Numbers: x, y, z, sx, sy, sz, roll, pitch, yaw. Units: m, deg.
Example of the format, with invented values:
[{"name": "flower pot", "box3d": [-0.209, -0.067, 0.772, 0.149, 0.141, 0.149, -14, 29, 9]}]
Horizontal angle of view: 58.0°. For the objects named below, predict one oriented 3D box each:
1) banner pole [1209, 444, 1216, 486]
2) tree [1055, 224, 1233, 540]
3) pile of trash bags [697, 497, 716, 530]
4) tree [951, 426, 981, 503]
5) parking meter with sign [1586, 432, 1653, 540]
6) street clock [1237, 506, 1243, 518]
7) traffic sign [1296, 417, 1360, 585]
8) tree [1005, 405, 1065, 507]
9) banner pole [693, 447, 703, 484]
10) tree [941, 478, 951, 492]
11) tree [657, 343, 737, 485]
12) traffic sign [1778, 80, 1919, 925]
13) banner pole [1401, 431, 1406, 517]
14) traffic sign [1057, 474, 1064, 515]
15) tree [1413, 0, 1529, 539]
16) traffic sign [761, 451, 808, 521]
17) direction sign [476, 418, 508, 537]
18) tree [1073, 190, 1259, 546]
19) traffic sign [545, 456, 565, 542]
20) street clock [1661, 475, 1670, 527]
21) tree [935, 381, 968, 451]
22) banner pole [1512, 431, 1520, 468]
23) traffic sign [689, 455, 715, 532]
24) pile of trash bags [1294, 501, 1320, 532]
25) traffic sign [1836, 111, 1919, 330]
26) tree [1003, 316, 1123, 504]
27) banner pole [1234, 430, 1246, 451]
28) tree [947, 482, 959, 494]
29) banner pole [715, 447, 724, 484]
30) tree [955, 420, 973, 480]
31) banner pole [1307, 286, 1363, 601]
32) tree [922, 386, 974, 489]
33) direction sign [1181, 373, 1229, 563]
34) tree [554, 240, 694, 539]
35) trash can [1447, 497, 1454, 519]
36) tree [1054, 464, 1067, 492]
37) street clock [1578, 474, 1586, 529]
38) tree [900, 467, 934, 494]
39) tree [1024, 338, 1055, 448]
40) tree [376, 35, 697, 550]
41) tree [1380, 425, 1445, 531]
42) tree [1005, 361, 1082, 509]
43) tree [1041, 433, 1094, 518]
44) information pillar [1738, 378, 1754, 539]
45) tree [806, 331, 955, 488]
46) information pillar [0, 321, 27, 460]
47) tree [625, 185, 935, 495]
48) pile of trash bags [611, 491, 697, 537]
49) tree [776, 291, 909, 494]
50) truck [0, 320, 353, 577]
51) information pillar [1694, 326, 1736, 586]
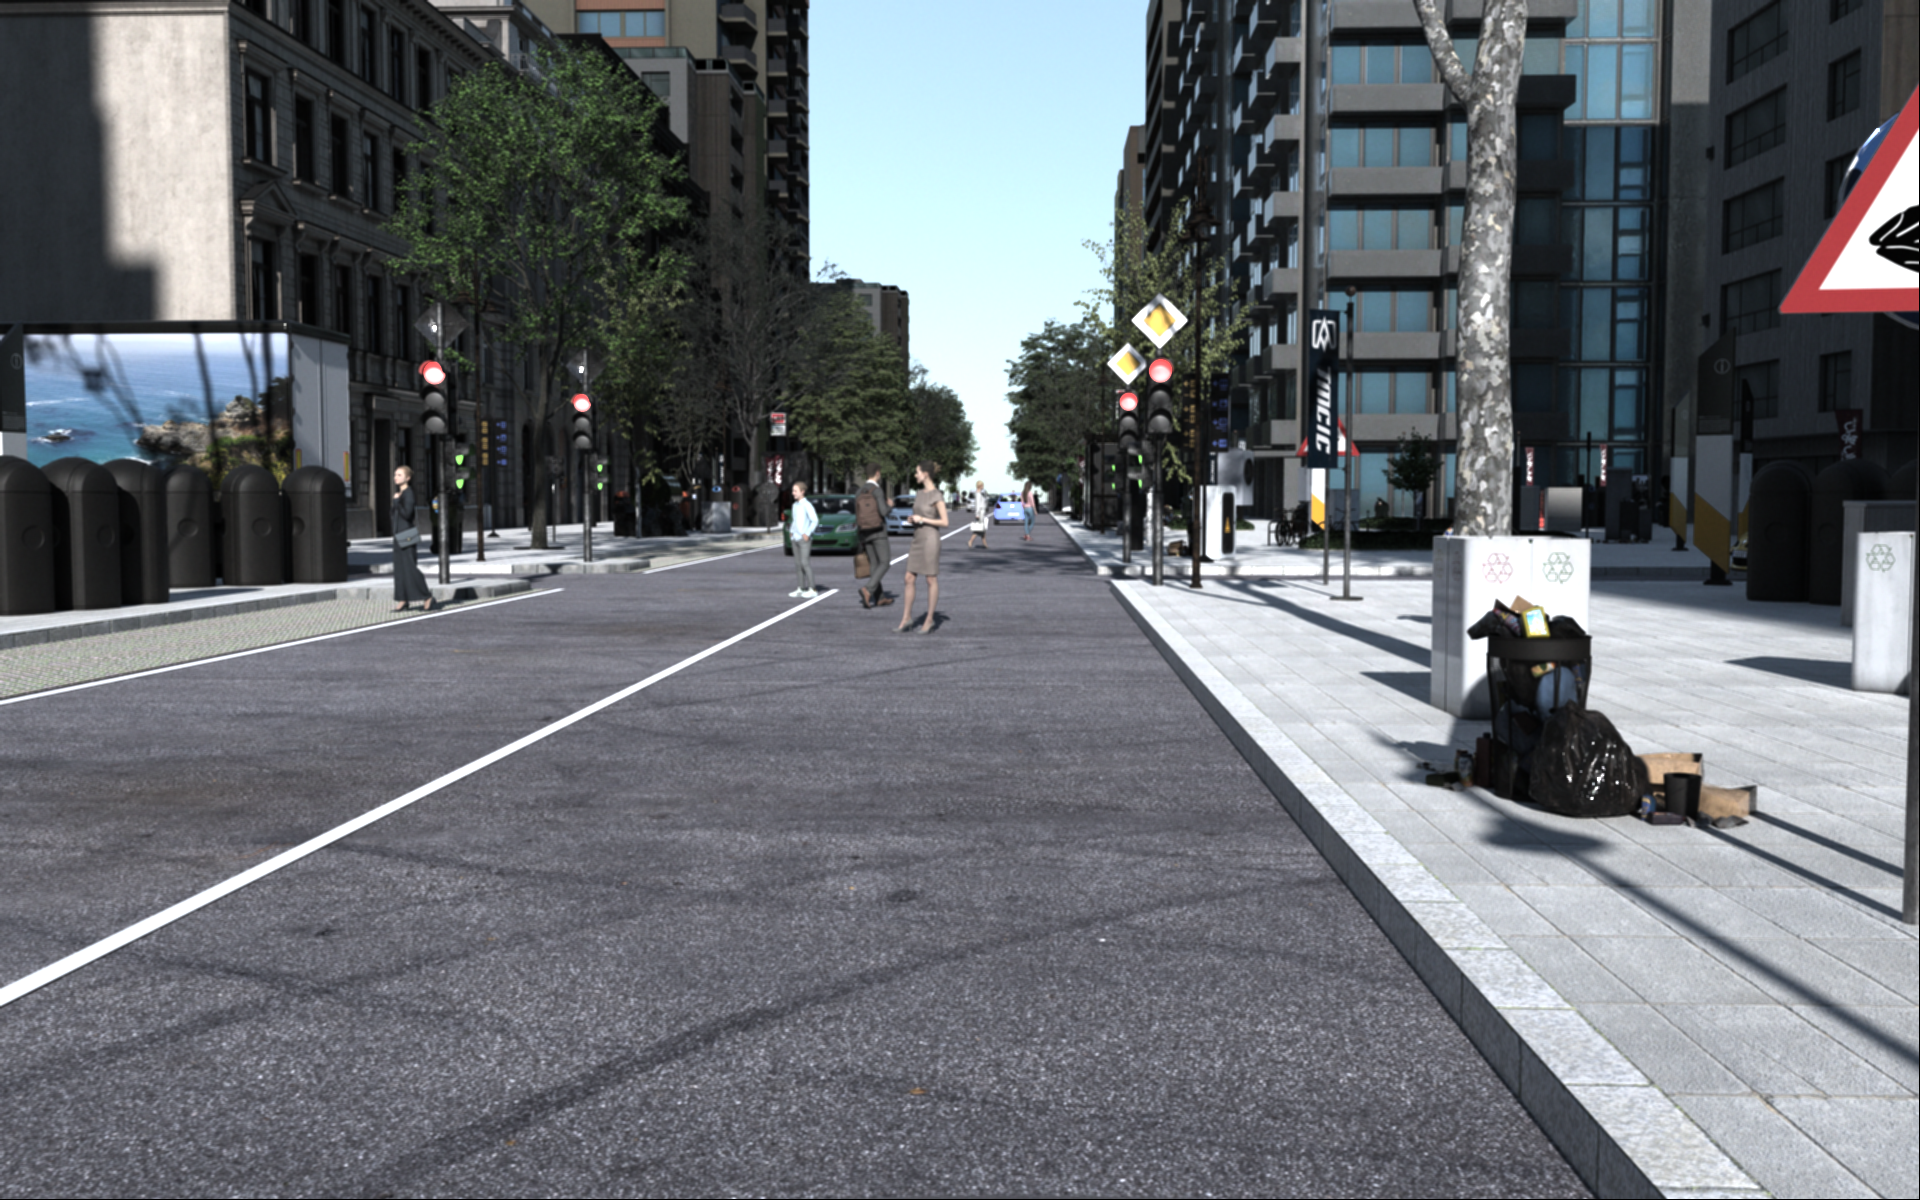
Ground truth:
[{"name": "banner pole", "box3d": [11.286, -5.303, 76.716, 0.863, 3.779, 0.401, -3, 5, -42]}, {"name": "tree", "box3d": [5.439, -5.989, 48.283, 4.360, 8.622, 3.978, 0, 3, 0]}, {"name": "pile of trash bags", "box3d": [-9.476, -3.140, 61.091, 1.912, 1.369, 3.447, 0, 4, 0]}, {"name": "tree", "box3d": [-0.621, -20.466, 260.372, 9.928, 11.665, 9.643, 0, 3, 0]}, {"name": "parking meter with sign", "box3d": [18.365, -3.178, 48.220, 1.738, 3.016, 0.543, 1, 4, 22]}, {"name": "street clock", "box3d": [11.289, -3.986, 69.741, 0.358, 2.002, 0.471, -3, 5, -43]}, {"name": "traffic sign", "box3d": [5.150, -1.486, 24.307, 0.884, 2.594, 0.081, 0, 4, 4]}, {"name": "tree", "box3d": [9.460, -15.936, 170.925, 12.009, 13.543, 11.850, 0, 3, 0]}, {"name": "banner pole", "box3d": [-13.873, -6.215, 91.632, 0.863, 3.779, 0.401, 3, 4, 37]}, {"name": "tree", "box3d": [-1.642, -17.540, 237.134, 4.737, 8.622, 4.395, 0, 3, 0]}, {"name": "tree", "box3d": [-12.729, -8.091, 82.647, 4.360, 8.622, 3.978, 0, 3, 0]}, {"name": "traffic sign", "box3d": [2.853, -0.312, 5.102, 0.884, 2.594, 0.081, 0, 4, 8]}, {"name": "banner pole", "box3d": [17.632, -4.834, 69.054, 0.401, 3.779, 0.863, 2, 4, 26]}, {"name": "traffic sign", "box3d": [6.283, -6.448, 105.525, 0.768, 2.556, 0.104, 1, 4, 11]}, {"name": "tree", "box3d": [4.613, -9.594, 12.746, 12.611, 20.169, 13.585, 0, 3, 0]}, {"name": "traffic sign", "box3d": [-8.343, -5.407, 82.283, 2.265, 3.308, 0.079, 1, 4, 9]}, {"name": "direction sign", "box3d": [-13.904, -3.640, 51.519, 0.876, 3.537, 0.379, -2, 4, -23]}, {"name": "tree", "box3d": [4.917, -5.643, 42.631, 4.737, 8.622, 4.395, 0, 3, 0]}, {"name": "traffic sign", "box3d": [-10.914, -2.715, 46.523, 0.606, 2.300, 0.079, 0, 4, 3]}, {"name": "street clock", "box3d": [27.221, -3.796, 66.638, 0.358, 2.002, 0.471, -2, 4, -25]}, {"name": "tree", "box3d": [-4.492, -14.523, 147.822, 12.009, 13.543, 11.850, 0, 3, 0]}, {"name": "banner pole", "box3d": [22.057, -4.838, 69.124, 0.863, 3.779, 0.401, -1, 4, -15]}, {"name": "traffic sign", "box3d": [-8.637, -3.544, 57.952, 0.884, 2.594, 0.081, 0, 4, 8]}, {"name": "pile of trash bags", "box3d": [12.483, -3.000, 58.804, 1.912, 1.369, 3.447, 0, 4, -4]}, {"name": "traffic sign", "box3d": [3.186, -0.336, 5.598, 0.768, 2.556, 0.104, 0, 4, 5]}, {"name": "tree", "box3d": [7.691, -13.181, 122.163, 9.857, 13.997, 8.962, 0, 3, 0]}, {"name": "banner pole", "box3d": [10.946, -4.766, 67.943, 0.863, 3.779, 0.401, -3, 4, -37]}, {"name": "tree", "box3d": [-1.002, -15.580, 249.337, 1.663, 3.219, 1.824, 0, 3, 0]}, {"name": "banner pole", "box3d": [-12.870, -6.296, 92.960, 0.863, 3.779, 0.401, 2, 4, 31]}, {"name": "tree", "box3d": [-3.487, -15.732, 174.231, 9.611, 12.733, 9.660, 0, 3, 0]}, {"name": "banner pole", "box3d": [4.490, -1.884, 20.814, 0.863, 3.779, 0.401, -2, 4, -28]}, {"name": "tree", "box3d": [-2.763, -18.160, 203.562, 9.857, 13.997, 8.962, 0, 3, 0]}, {"name": "direction sign", "box3d": [4.592, -2.477, 32.500, 0.876, 3.537, 0.379, 1, 4, 10]}, {"name": "tree", "box3d": [-9.414, -6.062, 49.482, 4.737, 8.622, 4.395, 0, 3, 0]}, {"name": "trash can", "box3d": [20.678, -3.711, 72.327, 0.748, 1.137, 0.748, 0, 3, 0]}, {"name": "tree", "box3d": [6.704, -7.025, 109.456, 1.663, 3.219, 1.824, 0, 3, 0]}, {"name": "street clock", "box3d": [22.961, -3.638, 64.055, 0.358, 2.002, 0.471, 1, 4, 19]}, {"name": "tree", "box3d": [-4.149, -11.041, 164.234, 4.285, 4.588, 4.351, 0, 3, 0]}, {"name": "tree", "box3d": [5.013, -7.475, 72.573, 4.360, 8.622, 3.978, 0, 3, 0]}, {"name": "tree", "box3d": [-9.619, -6.976, 39.816, 9.928, 11.665, 9.643, 0, 3, 0]}, {"name": "tree", "box3d": [12.817, -3.320, 48.876, 1.663, 3.219, 1.824, 0, 3, 0]}, {"name": "tree", "box3d": [8.465, -13.994, 145.803, 9.611, 12.733, 9.660, 0, 3, 0]}, {"name": "tree", "box3d": [7.149, -6.733, 93.791, 4.285, 4.588, 4.351, 0, 3, 0]}, {"name": "information pillar", "box3d": [15.973, -2.683, 35.215, 0.183, 3.616, 0.504, 3, 5, 43]}, {"name": "tree", "box3d": [-6.301, -12.402, 119.780, 9.611, 12.733, 9.660, 0, 3, 0]}, {"name": "information pillar", "box3d": [-12.748, -1.955, 23.314, 0.183, 3.616, 0.504, 1, 4, 10]}, {"name": "tree", "box3d": [-8.368, -9.708, 69.089, 12.009, 13.543, 11.850, 0, 3, 0]}, {"name": "pile of trash bags", "box3d": [-9.761, -2.640, 52.920, 1.912, 1.369, 3.447, -2, 4, -35]}, {"name": "tree", "box3d": [-6.764, -10.974, 97.554, 7.486, 12.596, 7.792, 0, 3, 0]}, {"name": "truck", "box3d": [-16.281, -2.478, 29.436, 11.283, 4.237, 2.839, 0, 4, 3]}, {"name": "information pillar", "box3d": [10.628, -2.020, 24.374, 0.504, 3.616, 0.183, 3, 5, 39]}]
